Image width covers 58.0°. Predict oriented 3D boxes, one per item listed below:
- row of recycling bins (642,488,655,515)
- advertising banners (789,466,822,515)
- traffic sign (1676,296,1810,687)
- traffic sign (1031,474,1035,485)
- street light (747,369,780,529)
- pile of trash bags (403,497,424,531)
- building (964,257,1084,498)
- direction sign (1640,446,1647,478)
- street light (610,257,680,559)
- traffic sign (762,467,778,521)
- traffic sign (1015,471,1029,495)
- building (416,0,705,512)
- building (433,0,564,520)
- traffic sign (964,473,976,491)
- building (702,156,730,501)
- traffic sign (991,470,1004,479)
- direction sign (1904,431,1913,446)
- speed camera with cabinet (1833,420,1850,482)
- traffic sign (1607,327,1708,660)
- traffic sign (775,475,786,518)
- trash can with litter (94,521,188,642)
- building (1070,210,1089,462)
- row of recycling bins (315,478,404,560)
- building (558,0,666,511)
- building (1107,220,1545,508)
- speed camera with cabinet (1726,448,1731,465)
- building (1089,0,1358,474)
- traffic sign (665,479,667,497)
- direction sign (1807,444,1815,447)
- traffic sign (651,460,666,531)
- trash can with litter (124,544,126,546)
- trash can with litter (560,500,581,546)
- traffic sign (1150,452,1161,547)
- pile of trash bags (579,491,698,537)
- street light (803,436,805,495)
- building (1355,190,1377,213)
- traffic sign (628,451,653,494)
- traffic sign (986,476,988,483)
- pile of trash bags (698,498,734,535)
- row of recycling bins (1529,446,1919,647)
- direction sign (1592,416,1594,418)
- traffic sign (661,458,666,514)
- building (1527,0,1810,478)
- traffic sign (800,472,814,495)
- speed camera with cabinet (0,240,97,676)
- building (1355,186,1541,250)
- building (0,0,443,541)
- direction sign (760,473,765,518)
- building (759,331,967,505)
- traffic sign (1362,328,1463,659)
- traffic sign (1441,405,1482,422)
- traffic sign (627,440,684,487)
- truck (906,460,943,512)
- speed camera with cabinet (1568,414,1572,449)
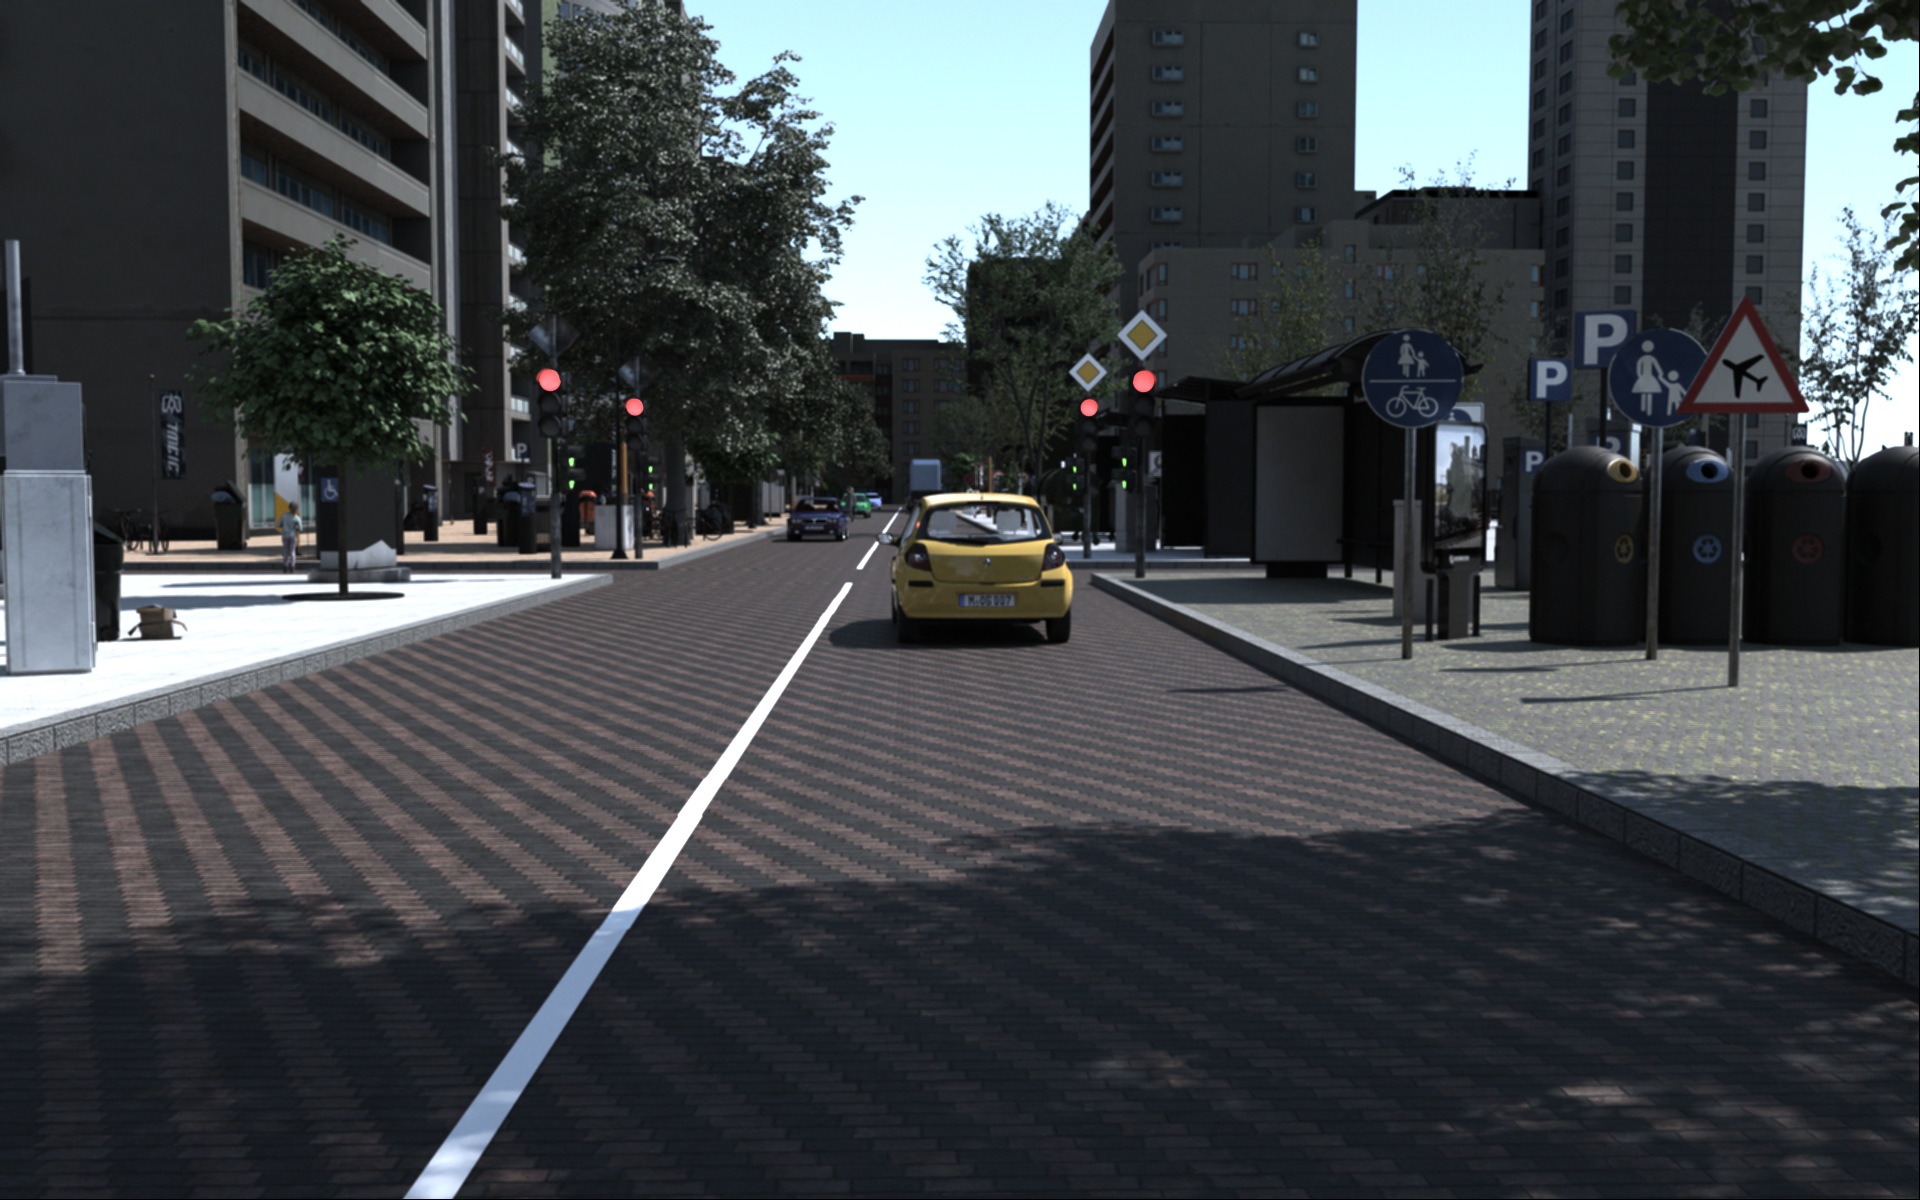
[{"bbox_3d":[-19.317,-6.041,105.891,1.069,1.692,3.534,0,4,6],"label":"row of recycling bins"},{"bbox_3d":[-9.540,-6.770,106.871,2.074,3.025,0.090,0,4,-6],"label":"advertising banners"},{"bbox_3d":[5.161,-0.702,11.484,0.884,2.594,0.081,0,4,-1],"label":"traffic sign"},{"bbox_3d":[4.864,-6.724,110.043,0.768,2.556,0.104,0,4,4],"label":"traffic sign"},{"bbox_3d":[-7.164,-5.600,64.097,1.470,5.913,1.316,0,4,-2],"label":"street light"},{"bbox_3d":[-19.315,-3.049,59.596,1.912,1.369,3.447,0,4,0],"label":"pile of trash bags"},{"bbox_3d":[7.757,-27.049,213.953,14.107,30.474,14.160,0,4,-2],"label":"building"},{"bbox_3d":[32.502,-5.484,81.657,0.876,3.537,0.379,2,4,35],"label":"direction sign"},{"bbox_3d":[-6.192,-3.763,34.061,1.470,5.913,1.316,0,4,-2],"label":"street light"},{"bbox_3d":[-8.887,-4.952,81.068,0.768,2.556,0.104,0,4,2],"label":"traffic sign"},{"bbox_3d":[3.416,-5.838,95.559,0.768,2.556,0.104,0,4,6],"label":"traffic sign"},{"bbox_3d":[-35.389,-32.736,158.938,21.600,48.544,21.300,0,4,-2],"label":"building"},{"bbox_3d":[-28.493,-24.705,87.529,14.154,41.232,14.086,0,4,-2],"label":"building"},{"bbox_3d":[0.604,-6.432,105.273,0.768,2.556,0.104,0,4,3],"label":"traffic sign"},{"bbox_3d":[-43.232,-34.388,216.863,28.867,44.769,22.147,0,4,-2],"label":"building"},{"bbox_3d":[2.074,-5.679,92.963,0.768,2.556,0.104,0,4,4],"label":"traffic sign"},{"bbox_3d":[34.378,-4.333,62.849,0.876,3.537,0.379,-3,5,-44],"label":"direction sign"},{"bbox_3d":[23.857,-3.177,46.278,2.038,3.252,0.660,-1,4,-16],"label":"speed camera with cabinet"},{"bbox_3d":[5.363,-0.810,13.356,0.768,2.556,0.104,0,4,8],"label":"traffic sign"},{"bbox_3d":[-9.478,-5.455,91.322,0.606,2.300,0.079,0,4,6],"label":"traffic sign"},{"bbox_3d":[-7.407,-0.238,15.283,1.055,1.170,0.624,-1,4,-23],"label":"trash can with litter"},{"bbox_3d":[26.593,-32.518,223.552,23.993,40.220,32.217,0,4,-2],"label":"building"},{"bbox_3d":[-12.173,-1.711,35.090,1.069,1.692,3.534,0,4,-1],"label":"row of recycling bins"},{"bbox_3d":[-33.306,-35.495,122.343,21.231,58.520,28.212,0,4,-2],"label":"building"},{"bbox_3d":[27.047,-17.837,136.682,27.650,21.520,28.899,0,4,-2],"label":"building"},{"bbox_3d":[35.548,-5.233,79.895,0.660,3.252,2.038,3,5,44],"label":"speed camera with cabinet"},{"bbox_3d":[23.703,-32.861,160.985,21.300,48.544,21.600,0,4,-2],"label":"building"},{"bbox_3d":[-10.841,-3.916,64.127,0.768,2.556,0.104,0,4,1],"label":"traffic sign"},{"bbox_3d":[38.498,-5.321,78.992,0.876,3.537,0.379,0,4,-3],"label":"direction sign"},{"bbox_3d":[-10.707,-3.720,60.930,0.768,2.556,0.104,0,4,5],"label":"traffic sign"},{"bbox_3d":[-21.646,-1.942,42.806,2.233,1.210,1.678,2,4,23],"label":"trash can with litter"},{"bbox_3d":[-9.789,-1.934,43.000,0.624,1.170,1.055,-2,4,-27],"label":"trash can with litter"},{"bbox_3d":[4.826,-2.408,41.506,0.606,2.300,0.079,0,4,3],"label":"traffic sign"},{"bbox_3d":[-9.853,-2.603,52.308,3.447,1.369,1.912,0,4,0],"label":"pile of trash bags"},{"bbox_3d":[-7.913,-7.407,93.647,1.470,5.913,1.316,0,4,-2],"label":"street light"},{"bbox_3d":[50.750,-32.562,224.269,23.993,40.220,32.217,0,4,-2],"label":"building"},{"bbox_3d":[-9.289,-3.073,50.352,0.768,2.556,0.104,0,4,5],"label":"traffic sign"},{"bbox_3d":[2.015,-6.638,108.634,0.768,2.556,0.104,0,4,5],"label":"traffic sign"},{"bbox_3d":[-8.891,-2.792,55.394,3.447,1.369,1.912,2,4,24],"label":"pile of trash bags"},{"bbox_3d":[6.717,-0.478,14.934,3.534,1.692,1.069,0,4,1],"label":"row of recycling bins"},{"bbox_3d":[18.399,-3.576,50.457,0.379,3.537,0.876,1,4,22],"label":"direction sign"},{"bbox_3d":[-10.565,-3.752,61.454,0.768,2.556,0.104,0,4,7],"label":"traffic sign"},{"bbox_3d":[63.764,-44.237,161.531,20.611,71.187,20.563,0,4,-2],"label":"building"},{"bbox_3d":[-8.499,-5.865,96.001,0.768,2.556,0.104,0,4,2],"label":"traffic sign"},{"bbox_3d":[-6.907,-1.147,13.084,0.660,3.252,2.038,-2,4,-28],"label":"speed camera with cabinet"},{"bbox_3d":[46.288,-24.153,166.603,14.107,30.474,14.160,0,4,-2],"label":"building"},{"bbox_3d":[-30.912,-26.475,56.575,21.300,48.544,21.600,0,4,-2],"label":"building"},{"bbox_3d":[-10.468,-6.077,91.356,0.379,3.537,0.876,-2,4,-26],"label":"direction sign"},{"bbox_3d":[-13.947,-22.991,220.937,28.899,21.520,27.650,0,4,-2],"label":"building"},{"bbox_3d":[3.481,-0.814,13.410,0.768,2.556,0.104,0,4,5],"label":"traffic sign"},{"bbox_3d":[5.559,-1.062,19.497,0.606,2.300,0.079,0,4,4],"label":"traffic sign"},{"bbox_3d":[-11.495,-4.349,64.982,2.265,3.308,0.079,0,4,3],"label":"traffic sign"},{"bbox_3d":[-2.400,-8.559,129.701,2.967,4.110,18.799,0,4,-3],"label":"truck"},{"bbox_3d":[14.967,-2.921,42.099,0.660,3.252,2.038,1,4,22],"label":"speed camera with cabinet"}]
